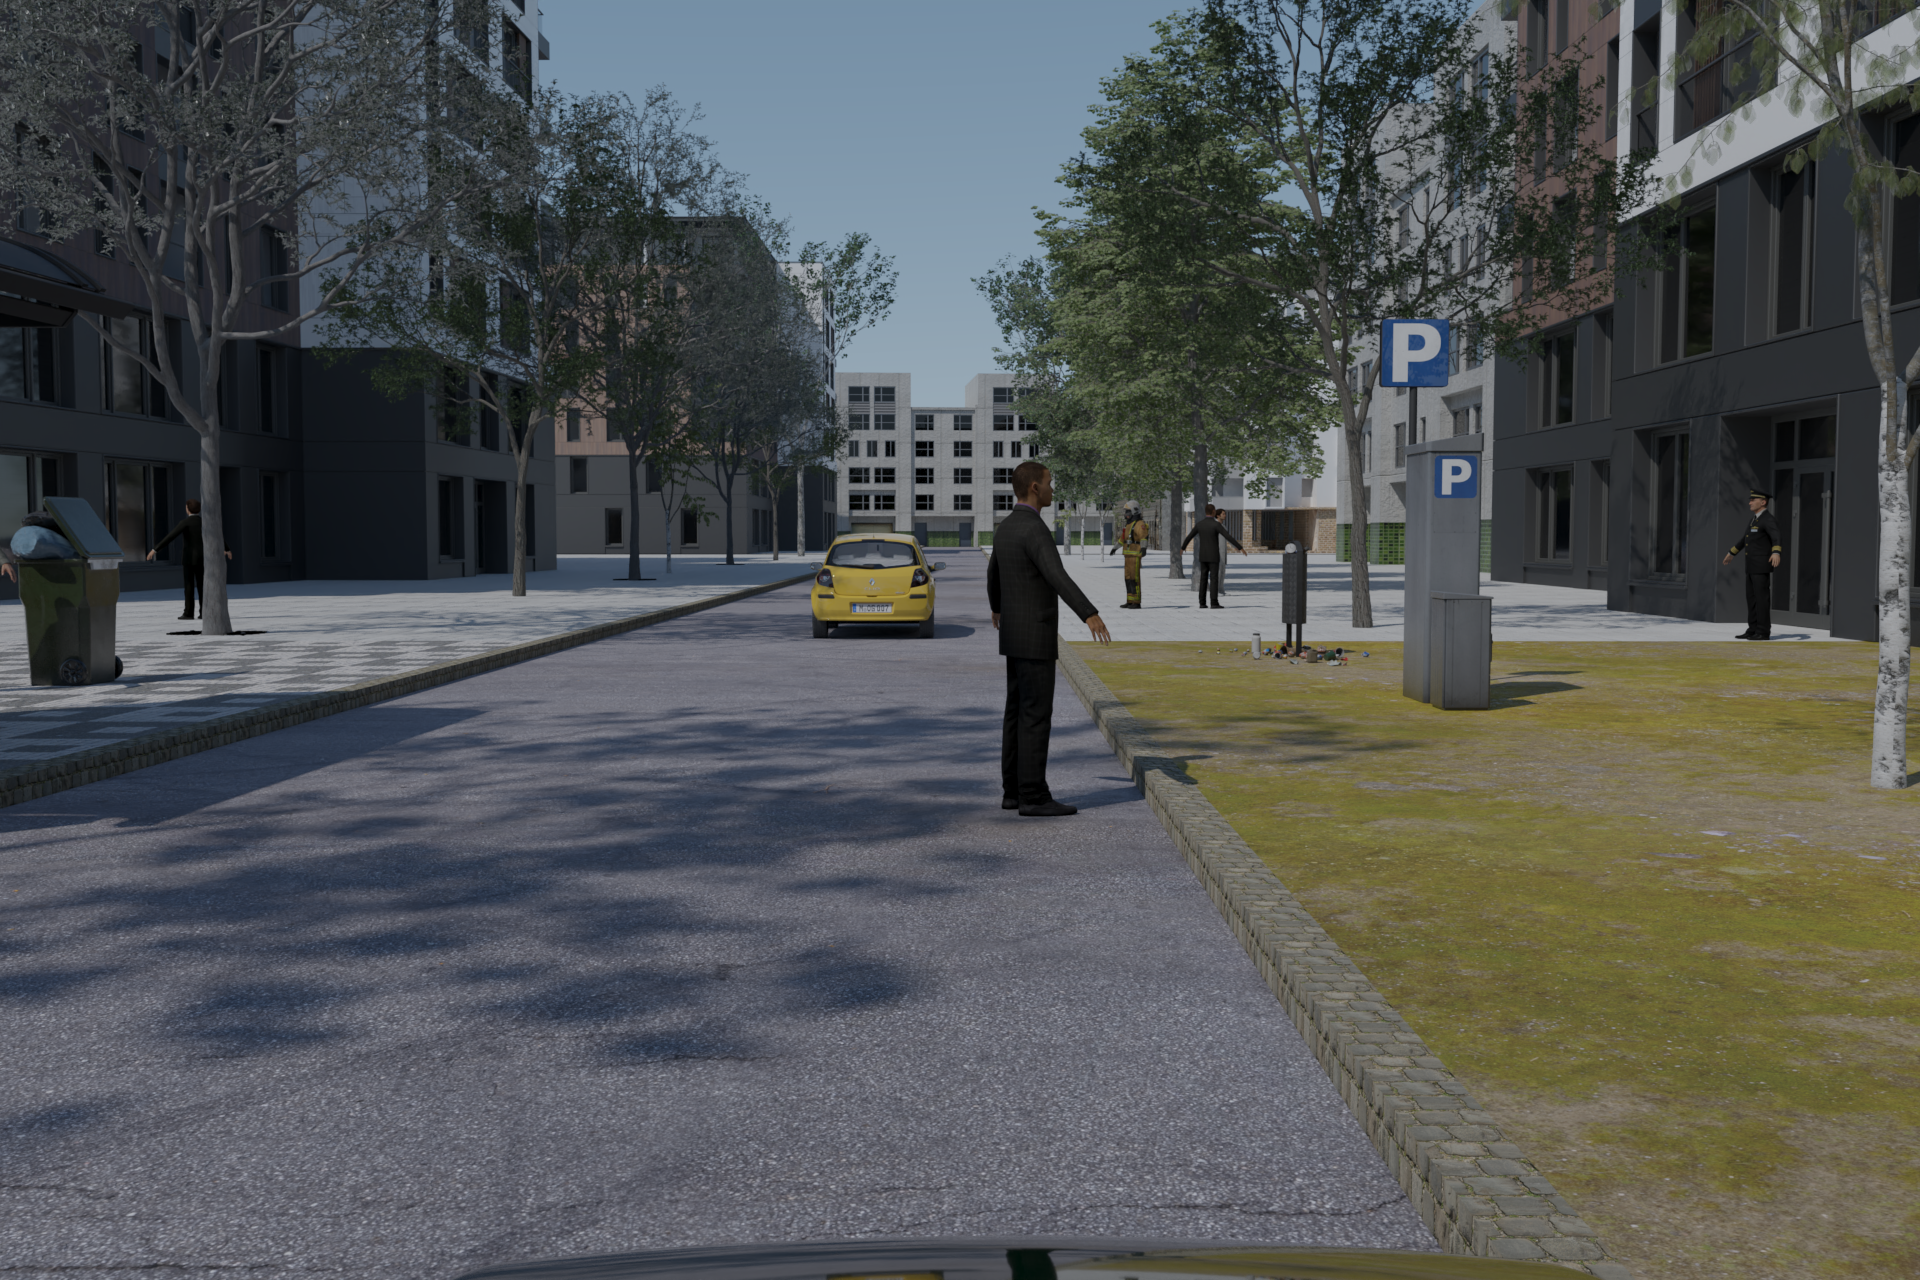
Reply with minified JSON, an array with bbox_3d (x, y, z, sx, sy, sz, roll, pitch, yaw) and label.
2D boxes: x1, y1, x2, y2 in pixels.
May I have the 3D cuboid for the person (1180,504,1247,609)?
[{"bbox_3d":[4.308,-1.440,29.762,1.346,1.802,0.704,3,5,42],"label":"person"}]

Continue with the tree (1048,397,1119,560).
[{"bbox_3d":[6.077,-8.254,85.318,4.737,8.622,4.395,0,3,0],"label":"tree"}]

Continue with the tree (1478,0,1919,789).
[{"bbox_3d":[4.912,-3.566,8.660,4.360,8.622,3.978,0,3,0],"label":"tree"}]

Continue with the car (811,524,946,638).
[{"bbox_3d":[-1.210,-0.918,25.240,2.015,1.641,3.980,0,4,-1],"label":"car"}]

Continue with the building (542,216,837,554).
[{"bbox_3d":[-24.248,-17.371,127.989,27.936,21.610,32.646,0,4,0],"label":"building"}]

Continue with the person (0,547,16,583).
[{"bbox_3d":[-8.184,-0.460,13.789,1.348,1.796,0.705,0,4,-5],"label":"person"}]

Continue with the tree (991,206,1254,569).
[{"bbox_3d":[6.310,-9.609,63.757,9.857,13.997,8.962,0,3,0],"label":"tree"}]

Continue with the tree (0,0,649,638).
[{"bbox_3d":[-9.531,-6.799,21.526,12.009,13.543,11.850,0,3,0],"label":"tree"}]

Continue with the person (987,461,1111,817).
[{"bbox_3d":[0.386,-0.014,8.911,0.704,1.802,1.346,-1,4,-21],"label":"person"}]

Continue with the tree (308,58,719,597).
[{"bbox_3d":[-9.061,-6.151,34.979,8.767,10.594,7.601,0,4,-6],"label":"tree"}]

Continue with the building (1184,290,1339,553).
[{"bbox_3d":[22.015,-16.656,128.743,16.016,20.090,11.380,0,4,1],"label":"building"}]

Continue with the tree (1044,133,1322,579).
[{"bbox_3d":[6.263,-7.991,48.774,7.486,12.596,7.792,0,3,0],"label":"tree"}]

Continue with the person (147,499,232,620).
[{"bbox_3d":[-11.497,-1.210,25.973,0.705,1.806,1.347,2,4,34],"label":"person"}]

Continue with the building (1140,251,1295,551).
[{"bbox_3d":[24.547,-18.927,140.386,19.493,23.208,18.063,0,3,0],"label":"building"}]

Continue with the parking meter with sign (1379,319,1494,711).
[{"bbox_3d":[3.692,-1.044,13.322,0.543,3.016,1.738,0,4,0],"label":"parking meter with sign"}]

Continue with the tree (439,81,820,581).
[{"bbox_3d":[-8.940,-8.381,47.407,12.009,13.543,11.850,0,3,0],"label":"tree"}]

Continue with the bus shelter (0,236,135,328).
[{"bbox_3d":[-6.777,-0.939,9.269,2.014,3.302,5.546,0,4,2],"label":"bus shelter"}]

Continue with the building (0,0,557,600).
[{"bbox_3d":[-28.713,-12.324,45.478,27.936,21.610,32.646,0,4,1],"label":"building"}]

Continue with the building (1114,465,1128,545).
[{"bbox_3d":[25.329,-20.832,171.531,19.493,23.208,18.063,0,4,0],"label":"building"}]

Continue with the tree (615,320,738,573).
[{"bbox_3d":[-9.444,-6.481,56.328,4.737,8.622,4.395,0,3,0],"label":"tree"}]

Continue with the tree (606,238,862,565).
[{"bbox_3d":[-9.627,-9.851,71.439,12.009,13.543,11.850,0,3,0],"label":"tree"}]

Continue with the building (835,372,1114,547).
[{"bbox_3d":[1.267,-20.088,197.354,31.486,18.905,16.747,0,4,-5],"label":"building"}]

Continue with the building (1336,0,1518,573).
[{"bbox_3d":[25.776,-12.090,64.134,16.747,18.905,31.486,0,4,0],"label":"building"}]

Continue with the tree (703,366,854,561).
[{"bbox_3d":[-8.760,-9.148,83.990,8.767,10.594,7.601,2,4,26],"label":"tree"}]

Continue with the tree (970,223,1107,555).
[{"bbox_3d":[7.288,-15.081,102.458,12.611,20.169,13.585,0,3,0],"label":"tree"}]

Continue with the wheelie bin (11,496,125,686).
[{"bbox_3d":[-7.640,-0.422,14.813,0.693,1.594,0.980,0,4,1],"label":"wheelie bin"}]

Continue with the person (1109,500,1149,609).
[{"bbox_3d":[2.938,-1.463,29.693,0.705,1.858,1.354,-1,4,-19],"label":"person"}]

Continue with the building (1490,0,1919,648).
[{"bbox_3d":[24.869,-11.416,30.622,27.936,21.610,32.646,0,4,1],"label":"building"}]

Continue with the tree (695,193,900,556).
[{"bbox_3d":[-10.589,-14.852,98.715,12.611,20.169,13.585,0,3,0],"label":"tree"}]

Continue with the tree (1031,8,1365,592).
[{"bbox_3d":[4.993,-7.365,38.546,7.486,12.596,7.792,0,3,0],"label":"tree"}]

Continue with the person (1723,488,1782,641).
[{"bbox_3d":[9.638,-0.919,20.962,0.705,1.837,1.347,0,4,0],"label":"person"}]

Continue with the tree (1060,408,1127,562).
[{"bbox_3d":[6.608,-7.839,78.533,4.360,8.622,3.978,0,3,0],"label":"tree"}]

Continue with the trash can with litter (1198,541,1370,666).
[{"bbox_3d":[3.427,-0.417,17.873,1.678,1.210,2.233,0,4,-1],"label":"trash can with litter"}]

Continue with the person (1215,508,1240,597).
[{"bbox_3d":[5.363,-1.800,35.618,0.705,1.806,1.347,2,4,35],"label":"person"}]

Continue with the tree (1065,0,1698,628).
[{"bbox_3d":[5.586,-5.466,23.786,8.767,10.594,7.601,0,4,7],"label":"tree"}]
